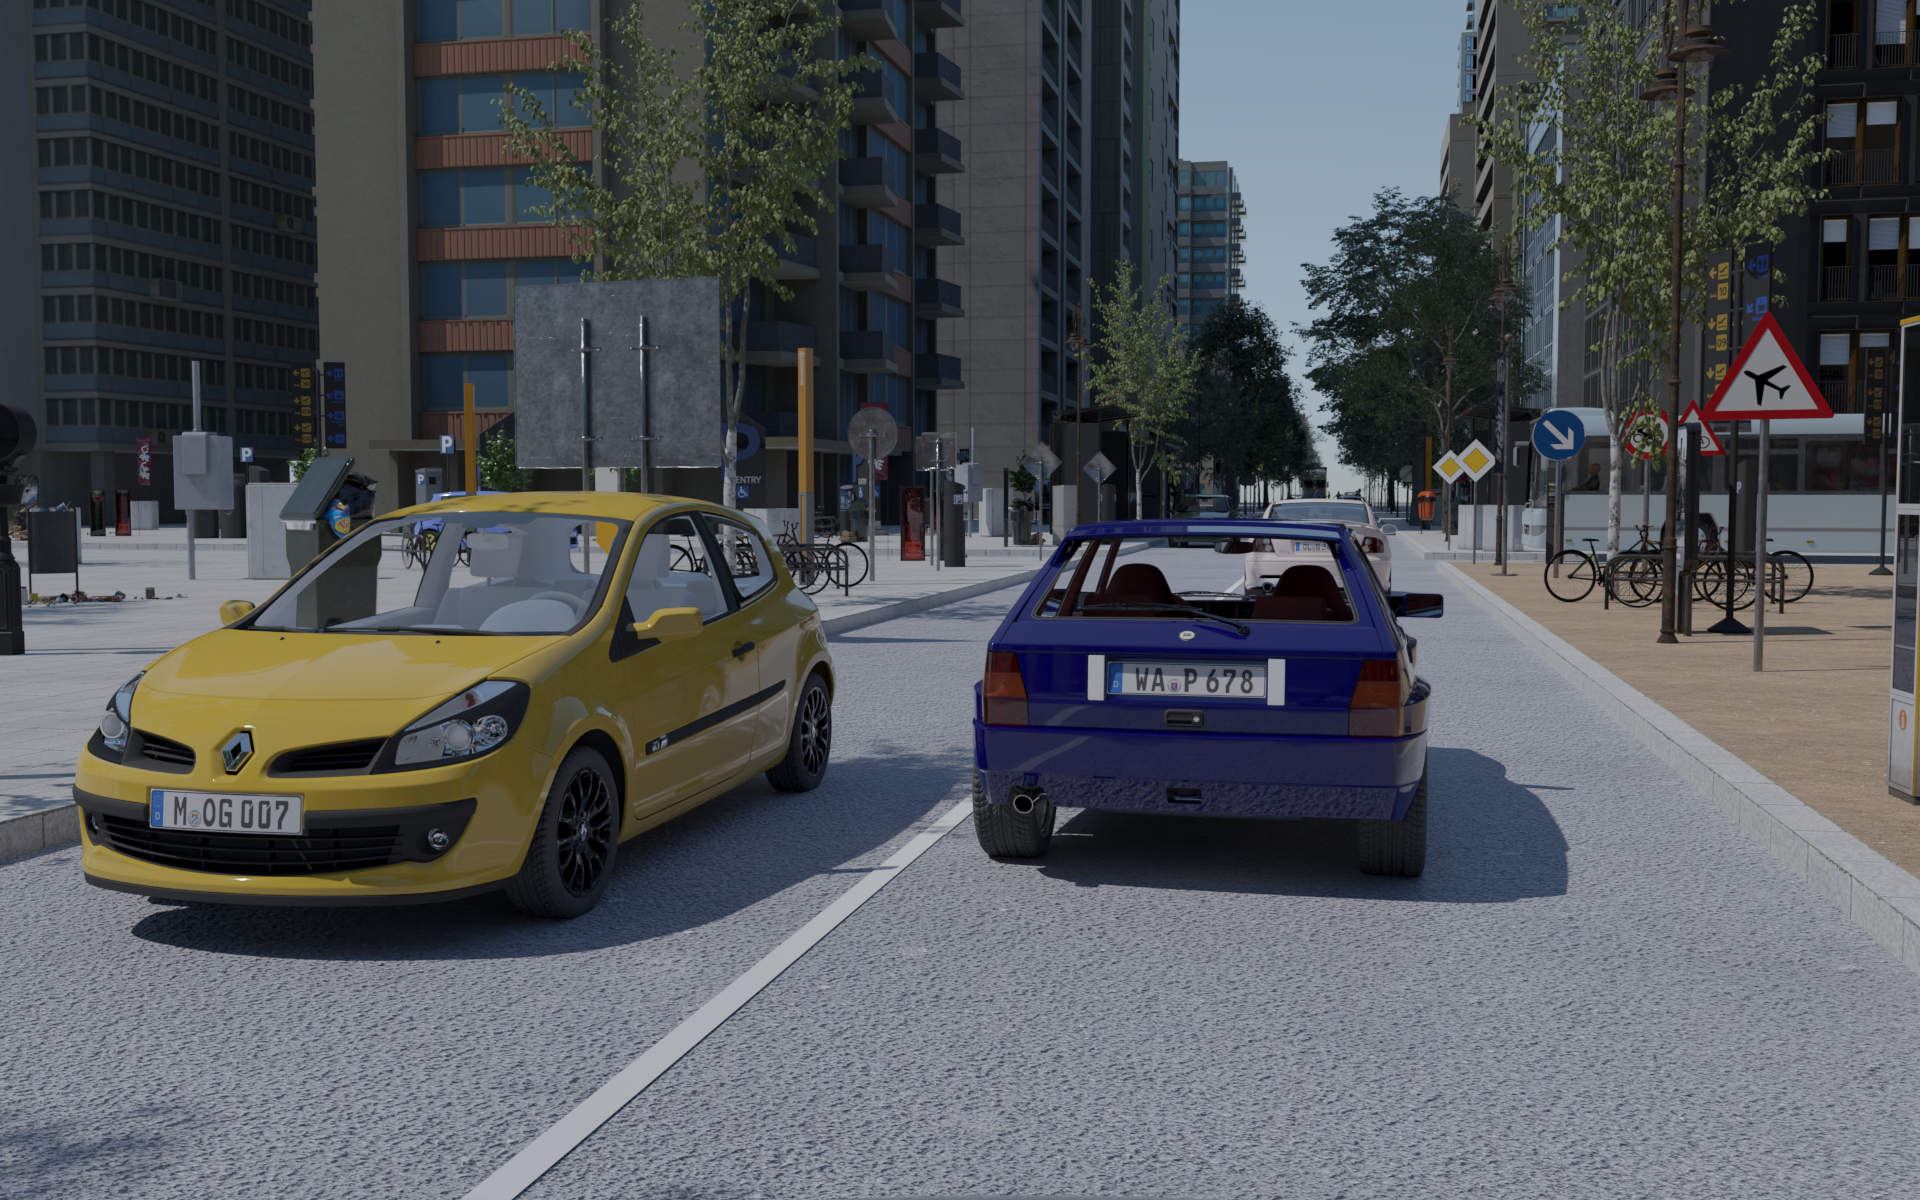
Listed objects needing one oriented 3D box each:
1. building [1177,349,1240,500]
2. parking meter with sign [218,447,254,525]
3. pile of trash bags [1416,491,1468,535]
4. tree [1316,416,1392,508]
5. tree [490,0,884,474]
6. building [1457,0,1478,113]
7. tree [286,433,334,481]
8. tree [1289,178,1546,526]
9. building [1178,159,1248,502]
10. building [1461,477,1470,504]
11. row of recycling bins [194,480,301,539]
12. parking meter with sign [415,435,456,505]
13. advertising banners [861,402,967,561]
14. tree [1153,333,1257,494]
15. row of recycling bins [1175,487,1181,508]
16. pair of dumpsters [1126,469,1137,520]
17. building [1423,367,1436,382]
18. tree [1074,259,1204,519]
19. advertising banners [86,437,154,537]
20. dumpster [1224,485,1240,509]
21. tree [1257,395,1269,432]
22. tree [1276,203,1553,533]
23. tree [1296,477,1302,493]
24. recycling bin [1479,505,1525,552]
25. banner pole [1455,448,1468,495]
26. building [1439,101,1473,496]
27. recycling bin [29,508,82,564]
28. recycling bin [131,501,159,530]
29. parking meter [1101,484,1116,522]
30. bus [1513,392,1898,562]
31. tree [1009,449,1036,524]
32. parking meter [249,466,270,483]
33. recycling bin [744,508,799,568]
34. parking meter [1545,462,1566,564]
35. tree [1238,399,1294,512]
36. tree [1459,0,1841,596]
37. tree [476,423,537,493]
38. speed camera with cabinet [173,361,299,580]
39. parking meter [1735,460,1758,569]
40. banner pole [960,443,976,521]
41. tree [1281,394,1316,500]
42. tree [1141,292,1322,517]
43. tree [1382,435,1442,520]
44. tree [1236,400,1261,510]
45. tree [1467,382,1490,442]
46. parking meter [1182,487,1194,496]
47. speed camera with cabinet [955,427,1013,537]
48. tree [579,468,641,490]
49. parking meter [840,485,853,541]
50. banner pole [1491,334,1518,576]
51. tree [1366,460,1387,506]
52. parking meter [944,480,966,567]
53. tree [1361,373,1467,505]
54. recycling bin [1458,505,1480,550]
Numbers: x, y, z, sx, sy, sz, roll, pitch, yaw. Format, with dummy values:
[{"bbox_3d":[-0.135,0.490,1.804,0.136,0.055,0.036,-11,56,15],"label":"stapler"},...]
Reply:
[{"bbox_3d":[21.188,-23.098,222.685,27.650,21.520,28.899,1,4,13],"label":"building"},{"bbox_3d":[-26.755,-4.132,63.823,0.543,3.016,1.738,1,4,13],"label":"parking meter with sign"},{"bbox_3d":[15.879,-2.745,54.628,1.912,1.369,3.447,-3,5,-39],"label":"pile of trash bags"},{"bbox_3d":[39.857,-15.325,160.937,12.009,13.543,11.850,0,3,0],"label":"tree"},{"bbox_3d":[-2.873,-4.259,20.005,4.737,8.622,4.395,0,3,0],"label":"tree"},{"bbox_3d":[75.896,-56.291,233.036,22.319,86.520,31.000,1,4,13],"label":"building"},{"bbox_3d":[-19.945,-3.589,53.281,1.663,3.219,1.824,0,3,0],"label":"tree"},{"bbox_3d":[18.385,-9.971,69.680,9.857,13.997,8.962,0,3,0],"label":"tree"},{"bbox_3d":[29.734,-38.595,250.630,23.786,49.044,30.456,1,4,13],"label":"building"},{"bbox_3d":[64.101,-28.717,161.402,32.217,40.220,23.993,1,4,13],"label":"building"},{"bbox_3d":[-20.544,-2.640,50.277,3.534,1.692,1.069,0,4,-4],"label":"row of recycling bins"},{"bbox_3d":[-15.526,-3.322,50.572,0.543,3.016,1.738,2,4,27],"label":"parking meter with sign"},{"bbox_3d":[-0.874,-2.257,33.090,2.074,3.025,0.090,-1,4,-14],"label":"advertising banners"},{"bbox_3d":[10.548,-7.865,78.948,4.360,8.622,3.978,0,3,0],"label":"tree"},{"bbox_3d":[8.924,-4.229,76.260,1.069,1.692,3.534,1,4,22],"label":"row of recycling bins"},{"bbox_3d":[5.219,-3.574,60.931,1.574,2.255,4.437,1,4,13],"label":"pair of dumpsters"},{"bbox_3d":[76.006,-29.730,257.788,14.160,30.474,14.107,1,4,13],"label":"building"},{"bbox_3d":[5.613,-6.339,54.000,4.737,8.622,4.395,0,3,0],"label":"tree"},{"bbox_3d":[-25.657,-3.473,52.964,0.090,3.025,2.074,3,5,41],"label":"advertising banners"},{"bbox_3d":[17.733,-6.619,113.973,1.264,1.857,1.865,1,4,13],"label":"dumpster"},{"bbox_3d":[12.903,-8.264,85.478,4.360,8.622,3.978,0,3,0],"label":"tree"},{"bbox_3d":[15.606,-7.464,56.445,7.601,10.594,8.767,-1,4,-12],"label":"tree"},{"bbox_3d":[49.359,-18.357,250.499,4.360,8.622,3.978,0,3,0],"label":"tree"},{"bbox_3d":[12.154,-1.601,38.725,0.722,1.027,0.722,2,4,35],"label":"recycling bin"},{"bbox_3d":[24.198,-5.736,83.803,0.863,3.779,0.401,3,5,40],"label":"banner pole"},{"bbox_3d":[69.125,-35.778,208.675,21.300,48.544,21.600,1,4,13],"label":"building"},{"bbox_3d":[-16.601,-1.176,31.785,0.722,1.027,0.722,-3,5,-40],"label":"recycling bin"},{"bbox_3d":[-29.119,-3.016,61.871,0.722,1.027,0.722,0,4,-6],"label":"recycling bin"},{"bbox_3d":[3.794,-2.194,44.286,0.372,1.533,0.369,0,3,0],"label":"parking meter"},{"bbox_3d":[17.267,-2.414,34.323,13.247,3.499,2.948,1,4,13],"label":"bus"},{"bbox_3d":[2.725,-4.878,74.353,1.663,3.219,1.824,0,3,0],"label":"tree"},{"bbox_3d":[-14.485,-1.845,35.876,0.399,1.863,0.255,2,4,31],"label":"parking meter"},{"bbox_3d":[-3.269,-1.071,30.063,0.722,1.027,0.722,-3,5,-43],"label":"recycling bin"},{"bbox_3d":[10.917,-1.593,31.752,0.255,1.863,0.399,2,4,31],"label":"parking meter"},{"bbox_3d":[20.688,-10.394,120.298,4.737,8.622,4.395,0,3,0],"label":"tree"},{"bbox_3d":[8.475,-4.354,21.546,4.737,8.622,4.395,0,3,0],"label":"tree"},{"bbox_3d":[-12.322,-3.211,47.102,1.663,3.219,1.824,0,3,0],"label":"tree"},{"bbox_3d":[-10.677,-1.939,26.039,2.038,3.252,0.660,0,4,0],"label":"speed camera with cabinet"},{"bbox_3d":[13.525,-1.476,29.837,0.255,1.863,0.399,0,4,-1],"label":"parking meter"},{"bbox_3d":[0.377,-5.746,83.959,0.863,3.779,0.401,0,4,-2],"label":"banner pole"},{"bbox_3d":[38.181,-17.960,204.017,12.009,13.543,11.850,0,3,0],"label":"tree"},{"bbox_3d":[15.532,-11.112,98.687,9.611,12.733,9.660,0,3,0],"label":"tree"},{"bbox_3d":[22.850,-6.291,86.572,4.285,4.588,4.351,0,3,0],"label":"tree"},{"bbox_3d":[24.927,-12.787,143.474,8.767,10.594,7.601,1,4,16],"label":"tree"},{"bbox_3d":[32.502,-9.623,107.698,4.360,8.622,3.978,0,3,0],"label":"tree"},{"bbox_3d":[8.531,-3.434,64.557,0.372,1.533,0.369,0,3,0],"label":"parking meter"},{"bbox_3d":[0.727,-3.524,51.957,0.660,3.252,2.038,3,5,43],"label":"speed camera with cabinet"},{"bbox_3d":[-9.434,-3.228,47.386,1.663,3.219,1.824,0,3,0],"label":"tree"},{"bbox_3d":[-3.094,-2.379,47.304,0.372,1.533,0.369,0,3,0],"label":"parking meter"},{"bbox_3d":[8.430,-2.257,26.926,0.401,3.779,0.863,2,4,34],"label":"banner pole"},{"bbox_3d":[44.536,-14.149,181.703,4.737,8.622,4.395,0,3,0],"label":"tree"},{"bbox_3d":[-0.091,-1.348,30.454,0.372,1.533,0.369,0,3,0],"label":"parking meter"},{"bbox_3d":[26.272,-9.191,100.633,4.360,8.622,3.978,0,3,0],"label":"tree"},{"bbox_3d":[12.017,-1.683,40.066,0.722,1.027,0.722,-1,4,-14],"label":"recycling bin"}]
